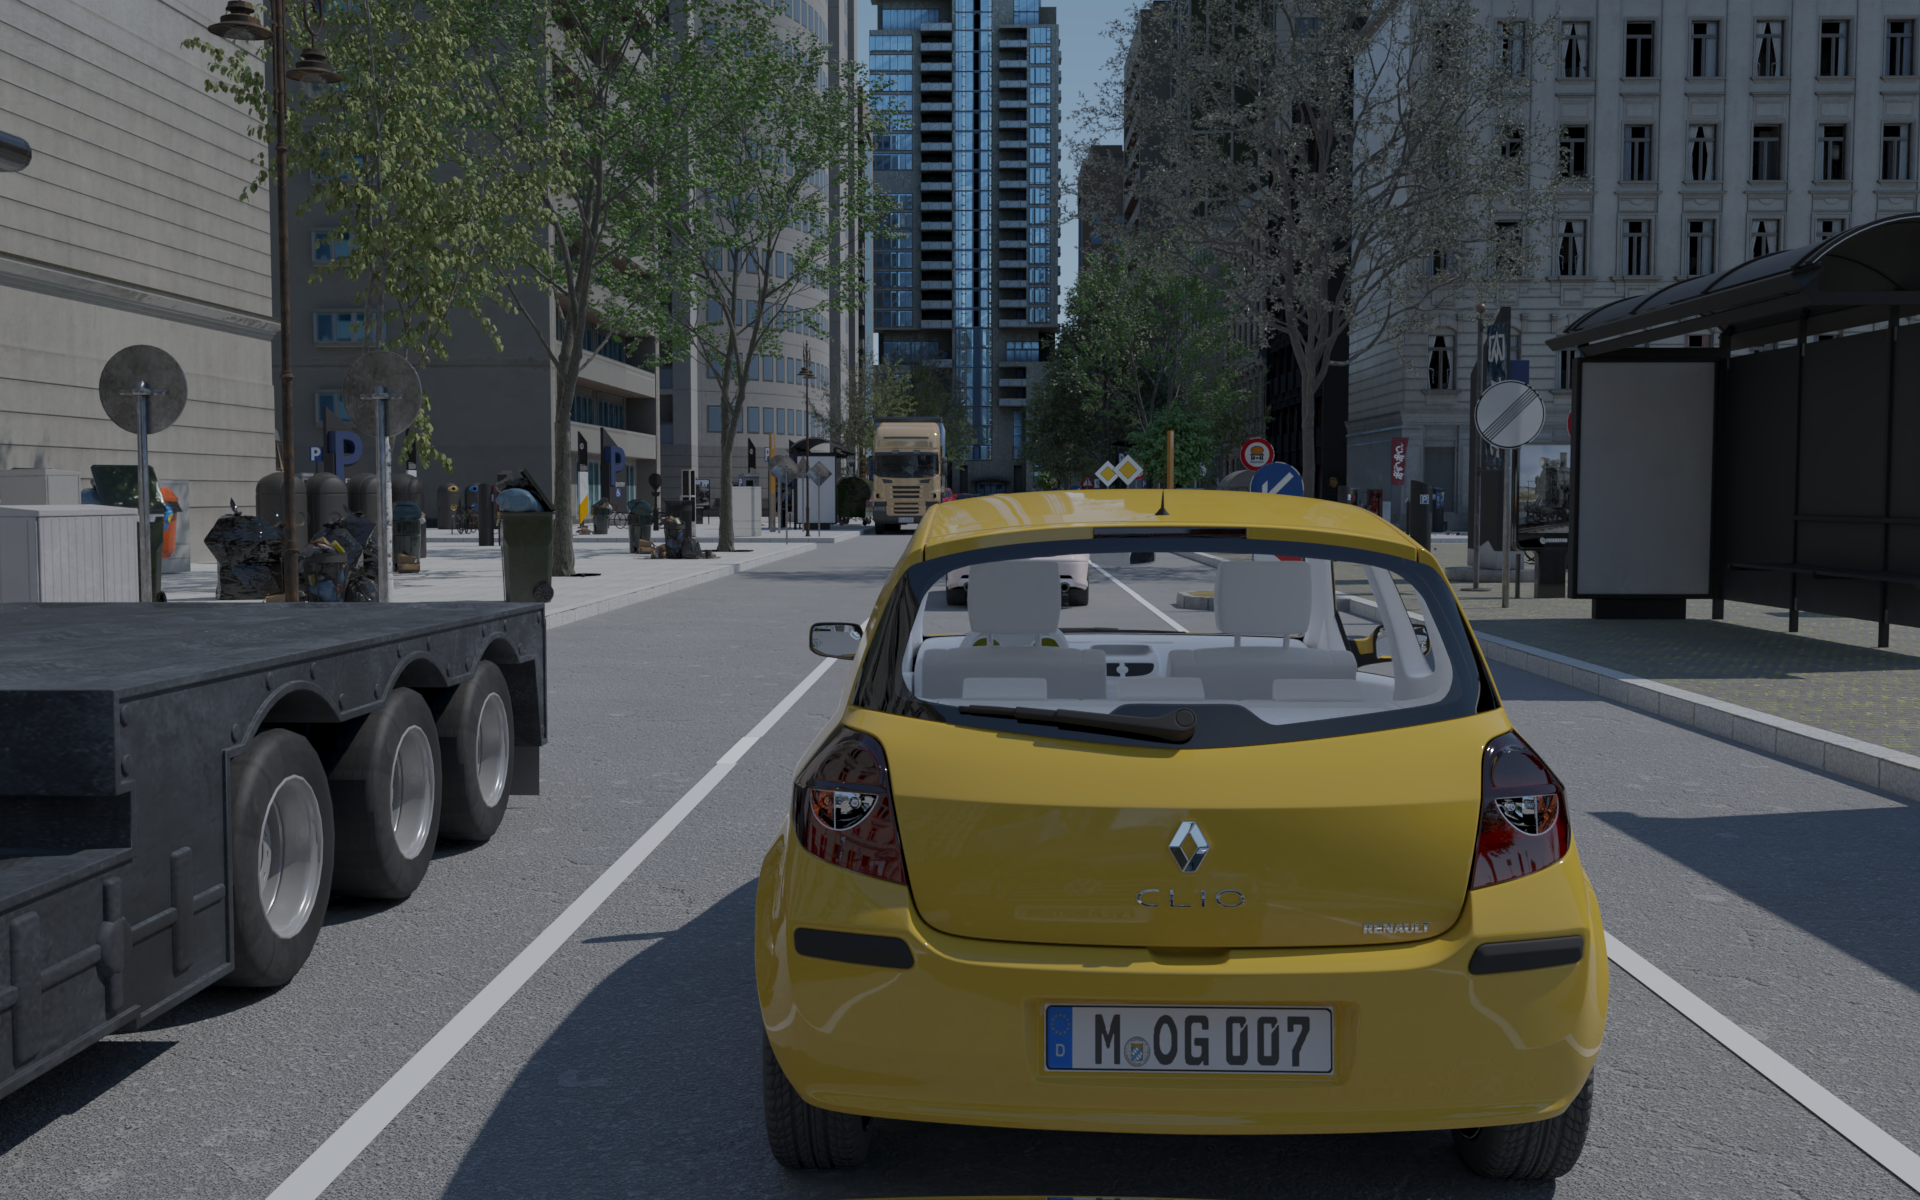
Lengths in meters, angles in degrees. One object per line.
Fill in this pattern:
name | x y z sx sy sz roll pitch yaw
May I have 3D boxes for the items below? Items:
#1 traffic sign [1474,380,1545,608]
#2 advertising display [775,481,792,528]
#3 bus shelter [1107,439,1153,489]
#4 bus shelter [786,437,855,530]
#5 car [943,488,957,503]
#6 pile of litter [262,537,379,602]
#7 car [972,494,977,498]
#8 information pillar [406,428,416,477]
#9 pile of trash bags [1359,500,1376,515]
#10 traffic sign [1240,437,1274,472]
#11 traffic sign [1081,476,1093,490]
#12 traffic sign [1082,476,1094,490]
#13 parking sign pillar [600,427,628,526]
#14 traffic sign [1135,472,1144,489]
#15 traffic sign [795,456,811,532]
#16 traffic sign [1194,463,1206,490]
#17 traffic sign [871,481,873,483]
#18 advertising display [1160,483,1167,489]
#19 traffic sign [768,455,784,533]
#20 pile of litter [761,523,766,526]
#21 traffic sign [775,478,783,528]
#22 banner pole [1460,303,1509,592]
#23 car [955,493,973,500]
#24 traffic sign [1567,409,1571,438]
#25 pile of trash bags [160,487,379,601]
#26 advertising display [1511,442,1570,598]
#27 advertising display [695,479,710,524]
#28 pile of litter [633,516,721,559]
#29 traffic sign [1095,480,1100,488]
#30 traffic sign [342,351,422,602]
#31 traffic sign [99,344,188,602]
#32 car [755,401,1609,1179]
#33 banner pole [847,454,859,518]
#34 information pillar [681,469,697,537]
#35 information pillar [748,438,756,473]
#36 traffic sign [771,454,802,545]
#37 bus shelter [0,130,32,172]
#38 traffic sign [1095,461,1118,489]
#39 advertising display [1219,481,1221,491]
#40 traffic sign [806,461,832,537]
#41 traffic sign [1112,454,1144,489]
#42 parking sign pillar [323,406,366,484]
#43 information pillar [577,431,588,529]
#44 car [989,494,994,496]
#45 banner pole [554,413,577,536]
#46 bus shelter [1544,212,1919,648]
traffic sign | 6.151 -1.183 19.455 0.768 2.556 0.104 0 4 8
advertising display | -6.794 -3.735 66.283 0.123 1.923 0.974 3 4 37
bus shelter | 7.613 -5.251 77.137 1.731 3.624 6.357 0 4 1
bus shelter | -5.124 -4.304 64.289 2.014 3.302 5.546 0 4 1
car | -1.275 -5.836 104.094 2.281 1.827 5.304 0 4 2
pile of litter | -6.589 -0.225 17.643 1.719 0.858 1.176 -2 4 -25
car | 1.293 -10.518 183.978 2.014 1.417 4.499 0 4 1
information pillar | -19.130 -4.222 60.381 0.183 3.616 0.504 1 4 17
pile of trash bags | 27.981 -6.891 122.414 3.447 1.369 1.912 2 4 25
traffic sign | 6.691 -2.385 39.102 0.768 2.556 0.104 0 4 2
traffic sign | 9.074 -7.574 123.833 0.884 2.594 0.081 0 4 4
traffic sign | 8.943 -7.426 121.424 0.884 2.594 0.081 0 4 3
parking sign pillar | -14.083 -5.014 70.443 1.447 3.967 1.447 1 4 21
traffic sign | 6.357 -3.810 62.395 0.768 2.556 0.104 1 4 10
traffic sign | -5.325 -3.596 58.793 0.884 2.594 0.081 1 4 9
traffic sign | 8.468 -3.804 62.308 0.768 2.556 0.104 0 4 2
traffic sign | -5.216 -6.389 104.471 0.884 2.594 0.081 0 4 8
advertising display | 10.178 -4.824 84.087 0.974 1.923 0.123 3 4 36
traffic sign | -5.898 -3.446 56.443 0.768 2.556 0.104 1 4 11
pile of litter | -8.575 -3.444 70.272 1.176 0.858 1.719 -2 4 -32
traffic sign | -6.734 -3.863 65.296 0.606 2.300 0.079 0 4 4
banner pole | 6.901 -1.995 22.632 0.401 3.779 0.863 -1 4 -15
car | 0.346 -8.035 140.405 2.155 1.783 4.494 0 4 0
traffic sign | 7.997 -1.324 21.755 0.768 2.556 0.104 1 4 11
pile of trash bags | -8.891 -0.736 21.788 3.447 1.369 1.912 1 4 11
advertising display | 7.287 -0.987 21.347 0.974 1.923 0.123 0 4 -8
advertising display | -11.125 -4.188 73.687 0.974 1.923 0.123 -1 4 -15
pile of litter | -5.638 -1.255 34.489 1.719 0.858 1.176 2 4 26
traffic sign | 9.540 -7.155 119.106 0.606 2.300 0.079 0 4 2
traffic sign | -5.148 -0.936 15.413 0.768 2.556 0.104 1 4 11
traffic sign | -6.963 -0.897 14.775 0.768 2.556 0.104 0 4 2
car | 0.491 0.315 5.078 2.015 1.641 3.980 0 4 2
banner pole | -5.792 -6.391 94.516 0.863 3.779 0.401 -1 4 -12
information pillar | -8.074 -2.878 51.555 0.304 2.012 0.304 2 4 26
information pillar | -8.710 -4.962 72.482 0.183 3.616 0.504 2 4 26
traffic sign | -4.402 -2.468 44.000 0.795 2.450 0.064 0 4 1
bus shelter | -6.583 -1.721 5.766 2.179 5.291 8.768 0 4 1
traffic sign | 4.413 -2.944 51.776 0.795 2.450 0.064 0 4 1
advertising display | 13.515 -5.023 87.344 0.974 1.923 0.123 0 4 7
traffic sign | -4.229 -2.957 51.983 0.795 2.450 0.064 0 4 1
traffic sign | 4.240 -2.456 43.793 0.795 2.450 0.064 0 4 1
parking sign pillar | -19.099 -3.995 53.796 1.447 3.967 1.447 2 4 28
information pillar | -14.062 -4.477 64.560 0.183 3.616 0.504 2 4 26
car | 3.459 -9.787 170.240 2.015 1.641 3.980 0 4 1
banner pole | -12.146 -3.864 53.195 0.401 3.779 0.863 2 4 33
bus shelter | 6.999 -1.302 15.207 2.014 3.302 5.546 0 4 1
